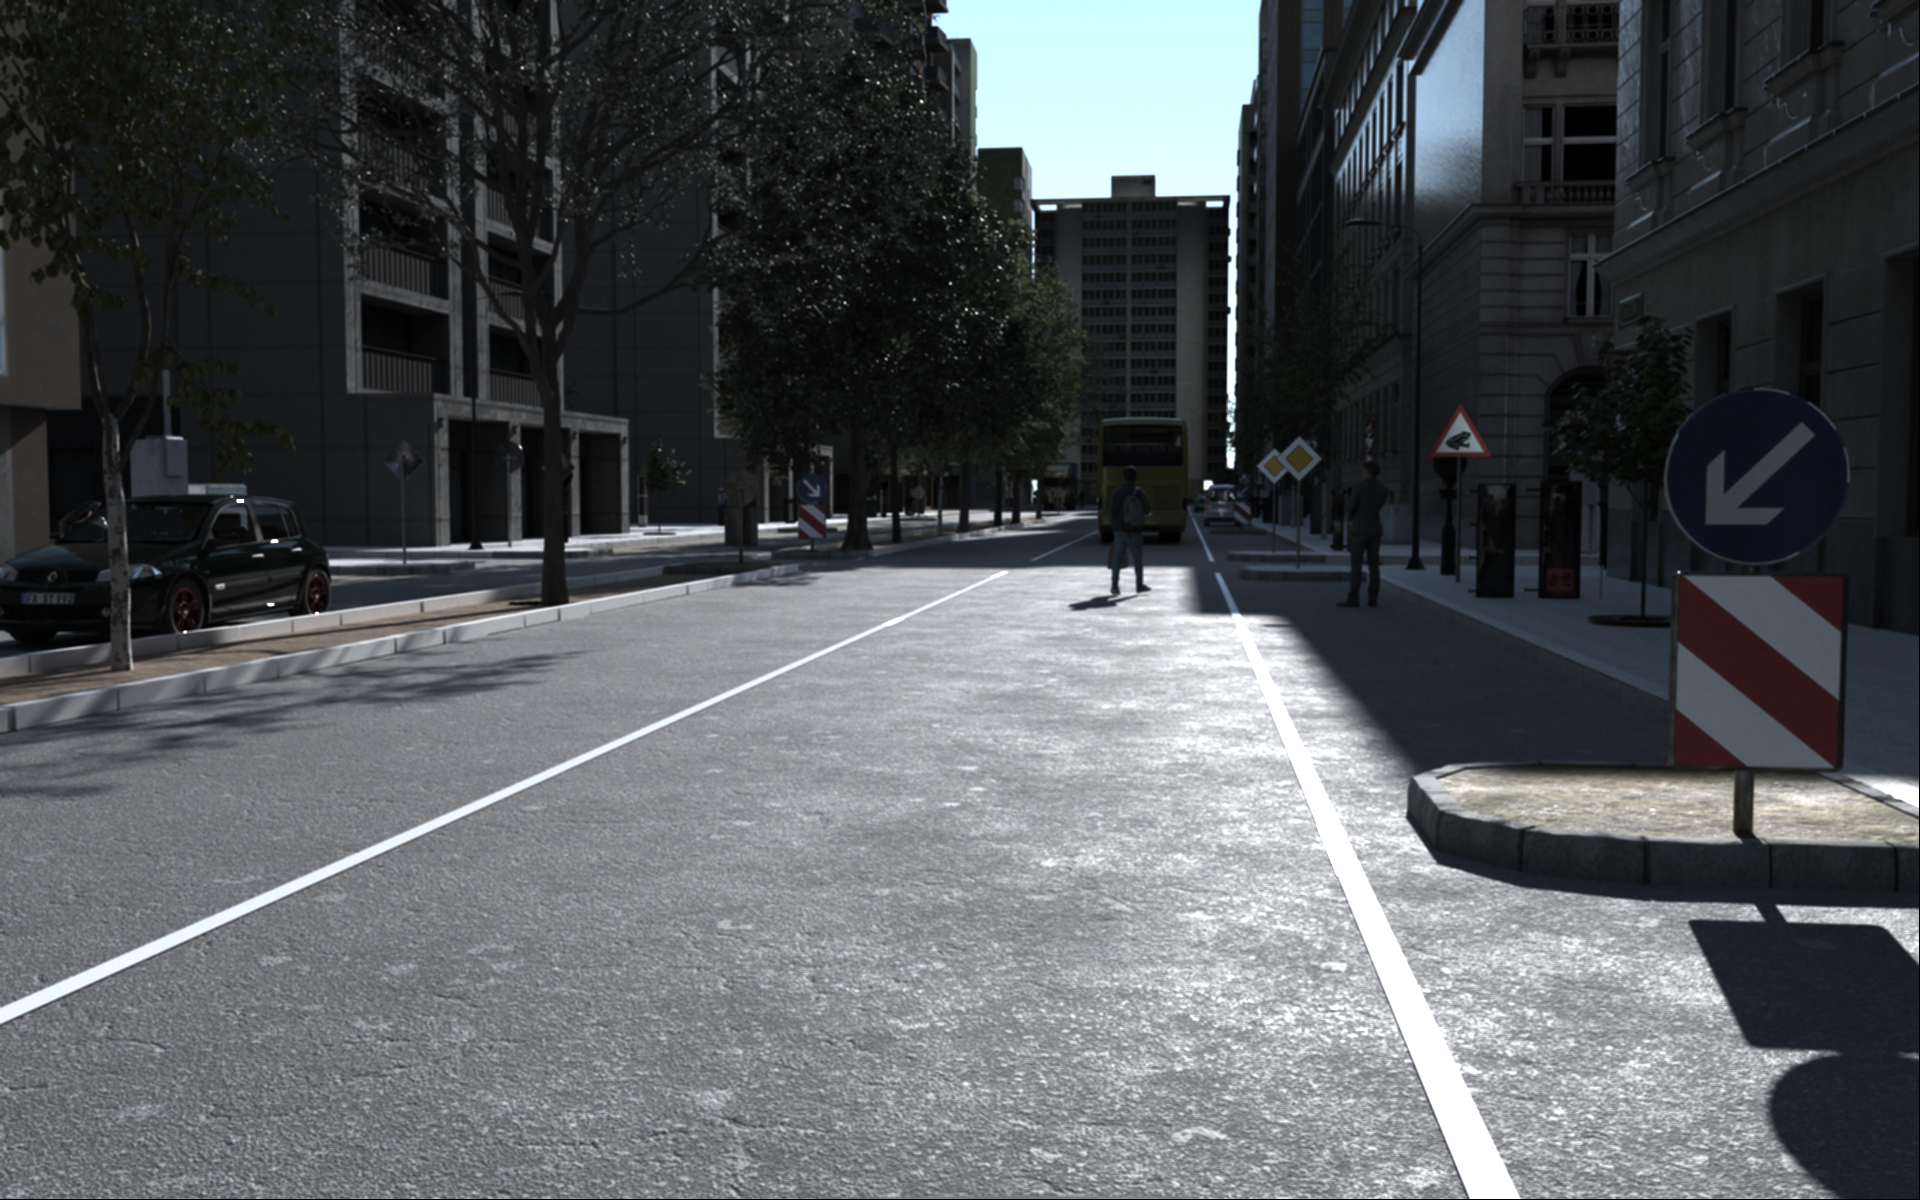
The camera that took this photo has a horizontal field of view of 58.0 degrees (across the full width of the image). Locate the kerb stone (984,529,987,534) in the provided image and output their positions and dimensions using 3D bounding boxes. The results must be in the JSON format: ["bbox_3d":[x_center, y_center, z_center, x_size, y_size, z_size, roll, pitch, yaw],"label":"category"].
[{"bbox_3d":[0.761,-2.392,61.362,0.120,0.150,1.000,0,4,7],"label":"kerb stone"}]

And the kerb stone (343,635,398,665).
[{"bbox_3d":[-5.182,0.443,15.020,0.120,0.150,1.000,0,4,7],"label":"kerb stone"}]

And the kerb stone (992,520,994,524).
[{"bbox_3d":[1.411,-3.715,82.967,0.120,0.150,1.000,0,4,7],"label":"kerb stone"}]

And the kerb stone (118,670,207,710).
[{"bbox_3d":[-5.563,0.625,11.974,0.120,0.150,1.000,0,4,7],"label":"kerb stone"}]

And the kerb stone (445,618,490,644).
[{"bbox_3d":[-4.908,0.315,17.048,0.120,0.150,1.000,0,4,7],"label":"kerb stone"}]

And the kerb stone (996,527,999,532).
[{"bbox_3d":[1.284,-2.642,65.420,0.120,0.150,1.000,0,4,7],"label":"kerb stone"}]

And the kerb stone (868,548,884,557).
[{"bbox_3d":[-1.967,-1.087,39.972,0.120,0.150,1.000,0,4,7],"label":"kerb stone"}]

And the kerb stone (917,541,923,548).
[{"bbox_3d":[-1.192,-1.452,46.082,0.120,0.150,1.000,0,4,7],"label":"kerb stone"}]

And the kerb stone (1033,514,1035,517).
[{"bbox_3d":[4.288,-5.080,105.316,0.120,0.150,1.000,0,4,7],"label":"kerb stone"}]

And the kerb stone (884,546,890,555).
[{"bbox_3d":[-1.851,-1.149,40.989,0.120,0.150,1.000,0,4,7],"label":"kerb stone"}]

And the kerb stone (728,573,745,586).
[{"bbox_3d":[-3.607,-0.309,27.242,0.120,0.150,1.000,0,4,7],"label":"kerb stone"}]

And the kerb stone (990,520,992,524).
[{"bbox_3d":[1.291,-3.653,81.948,0.120,0.150,1.000,0,4,7],"label":"kerb stone"}]

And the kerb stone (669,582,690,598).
[{"bbox_3d":[-4.010,-0.122,24.192,0.120,0.150,1.000,0,4,7],"label":"kerb stone"}]

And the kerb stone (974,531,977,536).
[{"bbox_3d":[0.366,-2.208,58.303,0.120,0.150,1.000,0,4,7],"label":"kerb stone"}]

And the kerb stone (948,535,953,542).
[{"bbox_3d":[-0.414,-1.835,52.194,0.120,0.150,1.000,0,4,7],"label":"kerb stone"}]

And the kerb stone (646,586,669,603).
[{"bbox_3d":[-4.135,-0.060,23.171,0.120,0.150,1.000,0,4,7],"label":"kerb stone"}]

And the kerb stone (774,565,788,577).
[{"bbox_3d":[-3.217,-0.495,30.292,0.120,0.150,1.000,0,4,7],"label":"kerb stone"}]

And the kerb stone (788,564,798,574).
[{"bbox_3d":[-3.089,-0.557,31.306,0.120,0.150,1.000,0,4,7],"label":"kerb stone"}]

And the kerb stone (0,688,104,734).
[{"bbox_3d":[-5.695,0.687,10.961,0.120,0.150,1.000,0,4,7],"label":"kerb stone"}]

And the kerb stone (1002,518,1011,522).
[{"bbox_3d":[2.467,-4.214,91.102,0.120,0.150,1.000,0,4,7],"label":"kerb stone"}]

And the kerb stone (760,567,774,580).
[{"bbox_3d":[-3.354,-0.429,29.274,0.120,0.150,1.000,0,4,7],"label":"kerb stone"}]

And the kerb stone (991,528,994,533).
[{"bbox_3d":[1.023,-2.520,63.392,0.120,0.150,1.000,0,4,7],"label":"kerb stone"}]

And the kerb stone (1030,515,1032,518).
[{"bbox_3d":[4.026,-4.958,103.279,0.120,0.150,1.000,0,4,7],"label":"kerb stone"}]

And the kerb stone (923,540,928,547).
[{"bbox_3d":[-1.061,-1.521,47.095,0.120,0.150,1.000,0,4,7],"label":"kerb stone"}]

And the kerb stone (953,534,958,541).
[{"bbox_3d":[-0.273,-1.898,53.222,0.120,0.150,1.000,0,4,7],"label":"kerb stone"}]

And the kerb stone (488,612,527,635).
[{"bbox_3d":[-4.793,0.253,18.072,0.120,0.150,1.000,0,4,7],"label":"kerb stone"}]

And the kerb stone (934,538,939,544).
[{"bbox_3d":[-0.803,-1.648,49.134,0.120,0.150,1.000,0,4,7],"label":"kerb stone"}]

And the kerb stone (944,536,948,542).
[{"bbox_3d":[-0.545,-1.772,51.167,0.120,0.150,1.000,0,4,7],"label":"kerb stone"}]

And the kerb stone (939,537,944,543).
[{"bbox_3d":[-0.674,-1.707,50.153,0.120,0.150,1.000,0,4,7],"label":"kerb stone"}]

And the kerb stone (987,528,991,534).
[{"bbox_3d":[0.895,-2.450,62.376,0.120,0.150,1.000,0,4,7],"label":"kerb stone"}]

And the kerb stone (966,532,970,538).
[{"bbox_3d":[0.112,-2.084,56.269,0.120,0.150,1.000,0,4,7],"label":"kerb stone"}]

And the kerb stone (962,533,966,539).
[{"bbox_3d":[-0.011,-2.022,55.252,0.120,0.150,1.000,0,4,7],"label":"kerb stone"}]

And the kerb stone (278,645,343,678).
[{"bbox_3d":[-5.305,0.501,14.003,0.120,0.150,1.000,0,4,7],"label":"kerb stone"}]

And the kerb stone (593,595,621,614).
[{"bbox_3d":[-4.389,0.065,21.138,0.120,0.150,1.000,0,4,7],"label":"kerb stone"}]

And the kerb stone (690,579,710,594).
[{"bbox_3d":[-3.870,-0.184,25.206,0.120,0.150,1.000,0,4,7],"label":"kerb stone"}]

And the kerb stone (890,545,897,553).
[{"bbox_3d":[-1.718,-1.212,42.005,0.120,0.150,1.000,0,4,7],"label":"kerb stone"}]

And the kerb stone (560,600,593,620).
[{"bbox_3d":[-4.519,0.128,20.108,0.120,0.150,1.000,0,4,7],"label":"kerb stone"}]

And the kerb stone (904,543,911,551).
[{"bbox_3d":[-1.456,-1.335,44.049,0.120,0.150,1.000,0,4,7],"label":"kerb stone"}]

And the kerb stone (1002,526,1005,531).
[{"bbox_3d":[1.551,-2.768,67.447,0.120,0.150,1.000,0,4,7],"label":"kerb stone"}]

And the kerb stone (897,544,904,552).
[{"bbox_3d":[-1.588,-1.269,43.033,0.120,0.150,1.000,0,4,7],"label":"kerb stone"}]

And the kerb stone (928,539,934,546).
[{"bbox_3d":[-0.936,-1.585,48.114,0.120,0.150,1.000,0,4,7],"label":"kerb stone"}]

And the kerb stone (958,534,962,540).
[{"bbox_3d":[-0.145,-1.960,54.236,0.120,0.150,1.000,0,4,7],"label":"kerb stone"}]

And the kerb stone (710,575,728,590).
[{"bbox_3d":[-3.738,-0.244,26.224,0.120,0.150,1.000,0,4,7],"label":"kerb stone"}]

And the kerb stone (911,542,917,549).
[{"bbox_3d":[-1.325,-1.399,45.068,0.120,0.150,1.000,0,4,7],"label":"kerb stone"}]

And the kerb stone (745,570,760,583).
[{"bbox_3d":[-3.485,-0.366,28.257,0.120,0.150,1.000,0,4,7],"label":"kerb stone"}]

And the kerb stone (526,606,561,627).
[{"bbox_3d":[-4.659,0.190,19.092,0.120,0.150,1.000,0,4,7],"label":"kerb stone"}]

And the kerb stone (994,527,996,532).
[{"bbox_3d":[1.150,-2.580,64.407,0.120,0.150,1.000,0,4,7],"label":"kerb stone"}]

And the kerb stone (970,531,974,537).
[{"bbox_3d":[0.248,-2.143,57.287,0.120,0.150,1.000,0,4,7],"label":"kerb stone"}]

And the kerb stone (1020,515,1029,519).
[{"bbox_3d":[3.770,-4.835,101.244,0.120,0.150,1.000,0,4,7],"label":"kerb stone"}]

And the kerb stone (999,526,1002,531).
[{"bbox_3d":[1.417,-2.706,66.434,0.120,0.150,1.000,0,4,7],"label":"kerb stone"}]

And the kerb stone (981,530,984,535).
[{"bbox_3d":[0.637,-2.333,60.341,0.120,0.150,1.000,0,4,7],"label":"kerb stone"}]

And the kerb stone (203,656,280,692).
[{"bbox_3d":[-5.433,0.563,12.988,0.120,0.150,1.000,0,4,7],"label":"kerb stone"}]

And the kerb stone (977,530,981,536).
[{"bbox_3d":[0.501,-2.271,59.321,0.120,0.150,1.000,0,4,7],"label":"kerb stone"}]

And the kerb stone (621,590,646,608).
[{"bbox_3d":[-4.264,0.005,22.152,0.120,0.150,1.000,0,4,7],"label":"kerb stone"}]

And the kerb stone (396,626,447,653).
[{"bbox_3d":[-5.046,0.377,16.033,0.120,0.150,1.000,0,4,7],"label":"kerb stone"}]
